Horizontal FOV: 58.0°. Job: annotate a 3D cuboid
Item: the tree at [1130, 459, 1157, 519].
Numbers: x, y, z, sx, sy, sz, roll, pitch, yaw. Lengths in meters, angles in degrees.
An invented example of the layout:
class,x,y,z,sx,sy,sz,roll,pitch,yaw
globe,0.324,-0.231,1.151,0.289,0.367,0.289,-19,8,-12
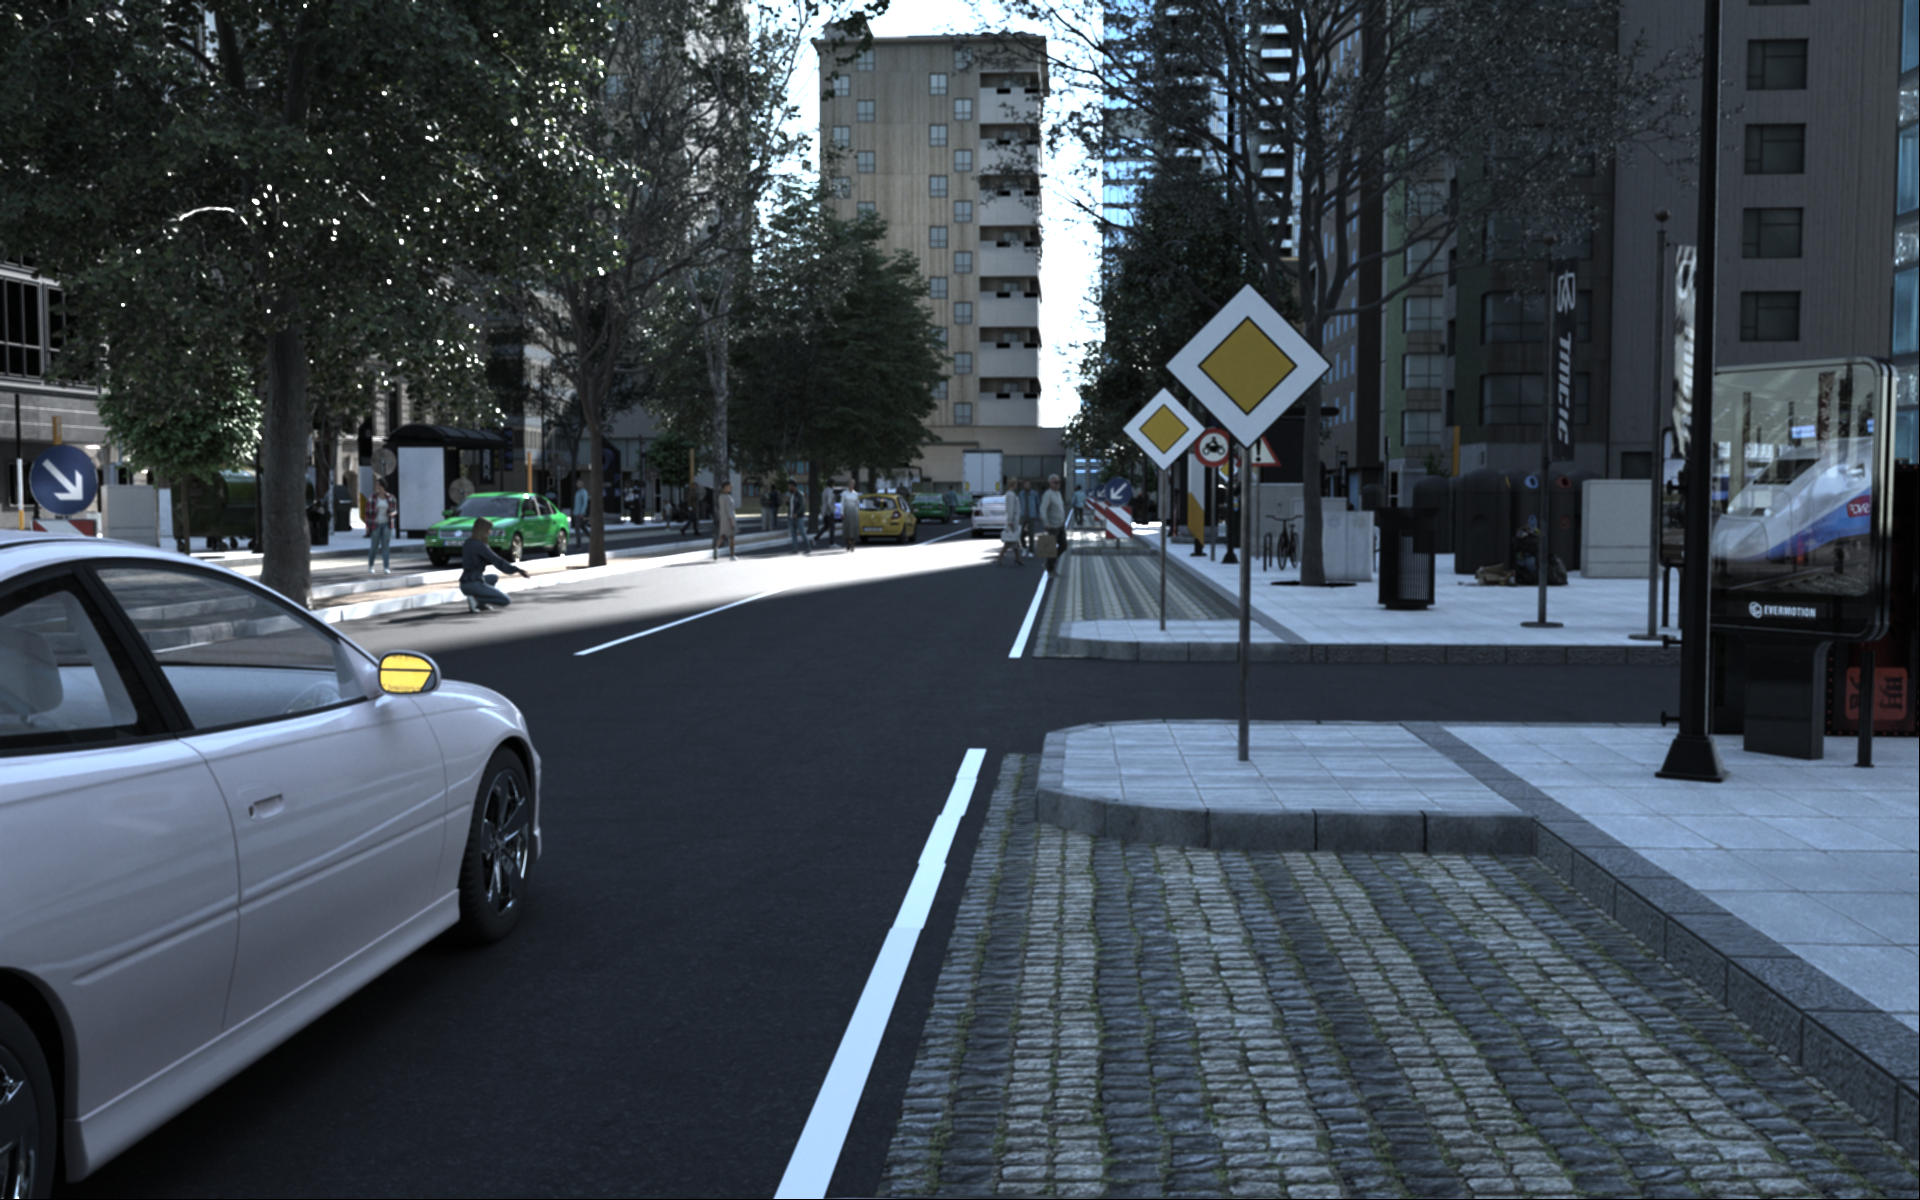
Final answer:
class,x,y,z,sx,sy,sz,roll,pitch,yaw
tree,9.598,-5.670,87.306,1.663,3.219,1.824,0,3,0

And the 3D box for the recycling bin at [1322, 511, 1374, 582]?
class,x,y,z,sx,sy,sz,roll,pitch,yaw
recycling bin,5.748,-0.801,25.647,0.722,1.027,0.722,1,4,16

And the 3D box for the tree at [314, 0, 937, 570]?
class,x,y,z,sx,sy,sz,roll,pitch,yaw
tree,-6.892,-7.318,32.476,12.009,13.543,11.850,0,3,0

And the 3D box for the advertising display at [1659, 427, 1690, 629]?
class,x,y,z,sx,sy,sz,roll,pitch,yaw
advertising display,6.932,-0.676,16.260,0.123,1.923,0.974,-1,4,-17

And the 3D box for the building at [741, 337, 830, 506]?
class,x,y,z,sx,sy,sz,roll,pitch,yaw
building,-29.555,-21.859,202.431,28.899,21.520,27.650,0,4,4

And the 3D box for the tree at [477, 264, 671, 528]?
class,x,y,z,sx,sy,sz,roll,pitch,yaw
tree,-14.543,-7.930,64.061,8.767,10.594,7.601,1,4,18

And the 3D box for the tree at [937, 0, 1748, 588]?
class,x,y,z,sx,sy,sz,roll,pitch,yaw
tree,4.805,-6.936,23.776,12.009,13.543,11.850,0,3,0

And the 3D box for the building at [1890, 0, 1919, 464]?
class,x,y,z,sx,sy,sz,roll,pitch,yaw
building,66.832,-31.823,139.915,30.456,49.044,23.786,0,4,4

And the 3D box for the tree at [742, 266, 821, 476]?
class,x,y,z,sx,sy,sz,roll,pitch,yaw
tree,-12.371,-11.315,91.655,9.857,13.997,8.962,0,3,0

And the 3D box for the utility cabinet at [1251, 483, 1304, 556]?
class,x,y,z,sx,sy,sz,roll,pitch,yaw
utility cabinet,6.468,-1.646,35.590,1.173,1.500,0.318,1,4,12

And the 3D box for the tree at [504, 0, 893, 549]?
class,x,y,z,sx,sy,sz,roll,pitch,yaw
tree,-7.374,-11.438,45.359,12.611,20.169,13.585,0,3,0

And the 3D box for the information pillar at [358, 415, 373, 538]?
class,x,y,z,sx,sy,sz,roll,pitch,yaw
information pillar,-17.499,-3.651,51.051,0.183,3.616,0.504,2,4,27

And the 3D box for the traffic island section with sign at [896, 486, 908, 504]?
class,x,y,z,sx,sy,sz,roll,pitch,yaw
traffic island section with sign,-3.142,-5.107,91.639,2.006,1.907,1.989,0,4,4

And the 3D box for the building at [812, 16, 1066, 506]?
class,x,y,z,sx,sy,sz,roll,pitch,yaw
building,-1.398,-37.352,199.935,27.495,52.752,28.713,0,4,4

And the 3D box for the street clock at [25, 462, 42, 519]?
class,x,y,z,sx,sy,sz,roll,pitch,yaw
street clock,-20.726,-2.098,38.870,0.471,2.002,0.358,2,4,32

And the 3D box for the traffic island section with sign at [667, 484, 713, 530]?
class,x,y,z,sx,sy,sz,roll,pitch,yaw
traffic island section with sign,-10.548,-3.716,69.389,1.989,1.847,2.006,0,4,4

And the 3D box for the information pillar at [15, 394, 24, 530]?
class,x,y,z,sx,sy,sz,roll,pitch,yaw
information pillar,-22.083,-3.017,40.678,0.183,3.616,0.504,-2,4,-27

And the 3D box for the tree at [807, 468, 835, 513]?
class,x,y,z,sx,sy,sz,roll,pitch,yaw
tree,-9.969,-7.613,119.068,1.663,3.219,1.824,0,3,0

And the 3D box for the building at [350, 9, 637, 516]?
class,x,y,z,sx,sy,sz,roll,pitch,yaw
building,-37.182,-25.321,105.887,32.217,40.220,23.993,0,4,4

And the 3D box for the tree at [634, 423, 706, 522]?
class,x,y,z,sx,sy,sz,roll,pitch,yaw
tree,-13.312,-5.909,80.321,4.285,4.588,4.351,0,3,0

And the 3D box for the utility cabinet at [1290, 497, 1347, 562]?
class,x,y,z,sx,sy,sz,roll,pitch,yaw
utility cabinet,6.819,-1.332,32.937,1.020,1.237,0.306,0,4,6

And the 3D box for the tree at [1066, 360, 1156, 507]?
class,x,y,z,sx,sy,sz,roll,pitch,yaw
tree,9.912,-10.029,98.394,7.601,10.594,8.767,2,4,23

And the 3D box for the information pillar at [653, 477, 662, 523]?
class,x,y,z,sx,sy,sz,roll,pitch,yaw
information pillar,-13.334,-4.395,76.343,0.304,2.012,0.304,-1,4,-20

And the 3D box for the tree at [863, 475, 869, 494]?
class,x,y,z,sx,sy,sz,roll,pitch,yaw
tree,-7.717,-9.656,152.474,1.663,3.219,1.824,0,3,0

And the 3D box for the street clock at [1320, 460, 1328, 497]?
class,x,y,z,sx,sy,sz,roll,pitch,yaw
street clock,7.542,-1.973,36.821,0.358,2.002,0.471,-2,4,-25

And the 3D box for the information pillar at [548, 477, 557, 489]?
class,x,y,z,sx,sy,sz,roll,pitch,yaw
information pillar,-17.411,-4.254,74.041,0.304,2.012,0.304,1,4,13

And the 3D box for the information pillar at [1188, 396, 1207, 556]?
class,x,y,z,sx,sy,sz,roll,pitch,yaw
information pillar,4.874,-2.709,35.640,0.183,3.616,0.504,3,5,43

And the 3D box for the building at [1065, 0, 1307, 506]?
class,x,y,z,sx,sy,sz,roll,pitch,yaw
building,27.548,-53.873,193.498,31.000,86.520,22.319,0,4,4

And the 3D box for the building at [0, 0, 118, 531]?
class,x,y,z,sx,sy,sz,roll,pitch,yaw
building,-33.206,-15.146,41.148,14.314,27.812,24.014,0,4,4

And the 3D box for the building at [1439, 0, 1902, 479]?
class,x,y,z,sx,sy,sz,roll,pitch,yaw
building,23.779,-17.588,59.264,14.160,30.474,14.107,0,4,4

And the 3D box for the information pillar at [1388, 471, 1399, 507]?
class,x,y,z,sx,sy,sz,roll,pitch,yaw
information pillar,13.754,-3.089,54.999,0.304,2.012,0.304,0,4,5

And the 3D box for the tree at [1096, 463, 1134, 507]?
class,x,y,z,sx,sy,sz,roll,pitch,yaw
tree,13.763,-10.339,152.764,4.285,4.588,4.351,0,3,0

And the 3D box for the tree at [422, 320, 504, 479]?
class,x,y,z,sx,sy,sz,roll,pitch,yaw
tree,-21.060,-7.477,72.615,4.360,8.622,3.978,0,3,0

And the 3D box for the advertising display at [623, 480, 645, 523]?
class,x,y,z,sx,sy,sz,roll,pitch,yaw
advertising display,-14.630,-4.439,77.798,0.974,1.923,0.123,0,4,2

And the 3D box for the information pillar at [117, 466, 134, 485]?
class,x,y,z,sx,sy,sz,roll,pitch,yaw
information pillar,-21.809,-2.495,45.289,0.304,2.012,0.304,0,4,-2

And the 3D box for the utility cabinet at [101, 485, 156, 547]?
class,x,y,z,sx,sy,sz,roll,pitch,yaw
utility cabinet,-19.795,-1.991,41.226,0.318,1.500,1.173,2,4,34

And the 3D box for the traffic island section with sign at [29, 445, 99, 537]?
class,x,y,z,sx,sy,sz,roll,pitch,yaw
traffic island section with sign,-8.248,-0.522,16.674,2.006,1.907,1.989,0,4,4

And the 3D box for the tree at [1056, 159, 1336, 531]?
class,x,y,z,sx,sy,sz,roll,pitch,yaw
tree,8.106,-8.714,59.488,9.611,12.733,9.660,0,3,0

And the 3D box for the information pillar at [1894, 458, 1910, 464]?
class,x,y,z,sx,sy,sz,roll,pitch,yaw
information pillar,19.248,-1.901,35.573,0.304,2.012,0.304,-2,4,-30

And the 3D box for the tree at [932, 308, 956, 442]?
class,x,y,z,sx,sy,sz,roll,pitch,yaw
tree,-4.390,-9.220,71.332,7.486,12.596,7.792,0,3,0

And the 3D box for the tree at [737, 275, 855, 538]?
class,x,y,z,sx,sy,sz,roll,pitch,yaw
tree,-5.432,-6.287,55.616,4.360,8.622,3.978,0,3,0

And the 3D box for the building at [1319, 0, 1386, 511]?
class,x,y,z,sx,sy,sz,roll,pitch,yaw
building,28.247,-27.312,96.666,14.600,45.320,14.200,0,4,4

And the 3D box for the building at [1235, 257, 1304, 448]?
class,x,y,z,sx,sy,sz,roll,pitch,yaw
building,37.464,-18.032,139.857,27.650,21.520,28.899,0,4,4

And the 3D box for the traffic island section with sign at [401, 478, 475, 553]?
class,x,y,z,sx,sy,sz,roll,pitch,yaw
traffic island section with sign,-12.377,-2.071,42.496,1.989,1.847,2.006,0,4,4

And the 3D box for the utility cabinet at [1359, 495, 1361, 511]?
class,x,y,z,sx,sy,sz,roll,pitch,yaw
utility cabinet,19.302,-4.333,82.012,1.020,1.237,0.306,-3,5,-41

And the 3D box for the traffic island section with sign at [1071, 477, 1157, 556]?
class,x,y,z,sx,sy,sz,roll,pitch,yaw
traffic island section with sign,3.615,-1.972,40.863,1.989,1.847,2.006,0,4,4

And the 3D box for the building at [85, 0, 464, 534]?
class,x,y,z,sx,sy,sz,roll,pitch,yaw
building,-31.620,-15.378,70.517,14.460,24.649,34.723,0,4,4

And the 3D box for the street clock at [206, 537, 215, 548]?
class,x,y,z,sx,sy,sz,roll,pitch,yaw
street clock,-17.799,-2.237,41.144,0.358,2.002,0.471,-3,5,-40

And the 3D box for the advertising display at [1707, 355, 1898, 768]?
class,x,y,z,sx,sy,sz,roll,pitch,yaw
advertising display,4.047,-0.199,8.463,0.123,1.923,0.974,-2,4,-30

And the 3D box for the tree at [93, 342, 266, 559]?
class,x,y,z,sx,sy,sz,roll,pitch,yaw
tree,-15.390,-3.098,34.372,4.285,4.588,4.351,0,3,0

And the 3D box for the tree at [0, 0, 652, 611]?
class,x,y,z,sx,sy,sz,roll,pitch,yaw
tree,-8.008,-6.795,20.208,9.857,13.997,8.962,0,3,0

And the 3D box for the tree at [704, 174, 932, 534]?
class,x,y,z,sx,sy,sz,roll,pitch,yaw
tree,-5.300,-8.628,61.646,7.486,12.596,7.792,0,3,0

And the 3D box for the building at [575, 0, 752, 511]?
class,x,y,z,sx,sy,sz,roll,pitch,yaw
building,-32.664,-33.932,144.029,27.495,52.752,28.713,0,4,4

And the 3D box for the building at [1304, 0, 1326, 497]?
class,x,y,z,sx,sy,sz,roll,pitch,yaw
building,32.323,-41.326,113.925,20.563,71.187,20.611,0,4,4

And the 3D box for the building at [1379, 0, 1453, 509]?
class,x,y,z,sx,sy,sz,roll,pitch,yaw
building,27.274,-24.387,82.327,14.154,41.232,14.086,0,4,4

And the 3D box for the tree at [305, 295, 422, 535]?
class,x,y,z,sx,sy,sz,roll,pitch,yaw
tree,-19.585,-6.334,53.915,4.360,8.622,3.978,0,3,0

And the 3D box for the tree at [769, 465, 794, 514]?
class,x,y,z,sx,sy,sz,roll,pitch,yaw
tree,-11.319,-7.052,109.906,1.663,3.219,1.824,0,3,0

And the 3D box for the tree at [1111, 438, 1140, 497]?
class,x,y,z,sx,sy,sz,roll,pitch,yaw
tree,11.075,-9.843,111.292,4.360,8.622,3.978,0,3,0

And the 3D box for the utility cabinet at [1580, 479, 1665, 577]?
class,x,y,z,sx,sy,sz,roll,pitch,yaw
utility cabinet,10.105,-1.084,26.398,1.173,1.500,0.318,0,4,0
